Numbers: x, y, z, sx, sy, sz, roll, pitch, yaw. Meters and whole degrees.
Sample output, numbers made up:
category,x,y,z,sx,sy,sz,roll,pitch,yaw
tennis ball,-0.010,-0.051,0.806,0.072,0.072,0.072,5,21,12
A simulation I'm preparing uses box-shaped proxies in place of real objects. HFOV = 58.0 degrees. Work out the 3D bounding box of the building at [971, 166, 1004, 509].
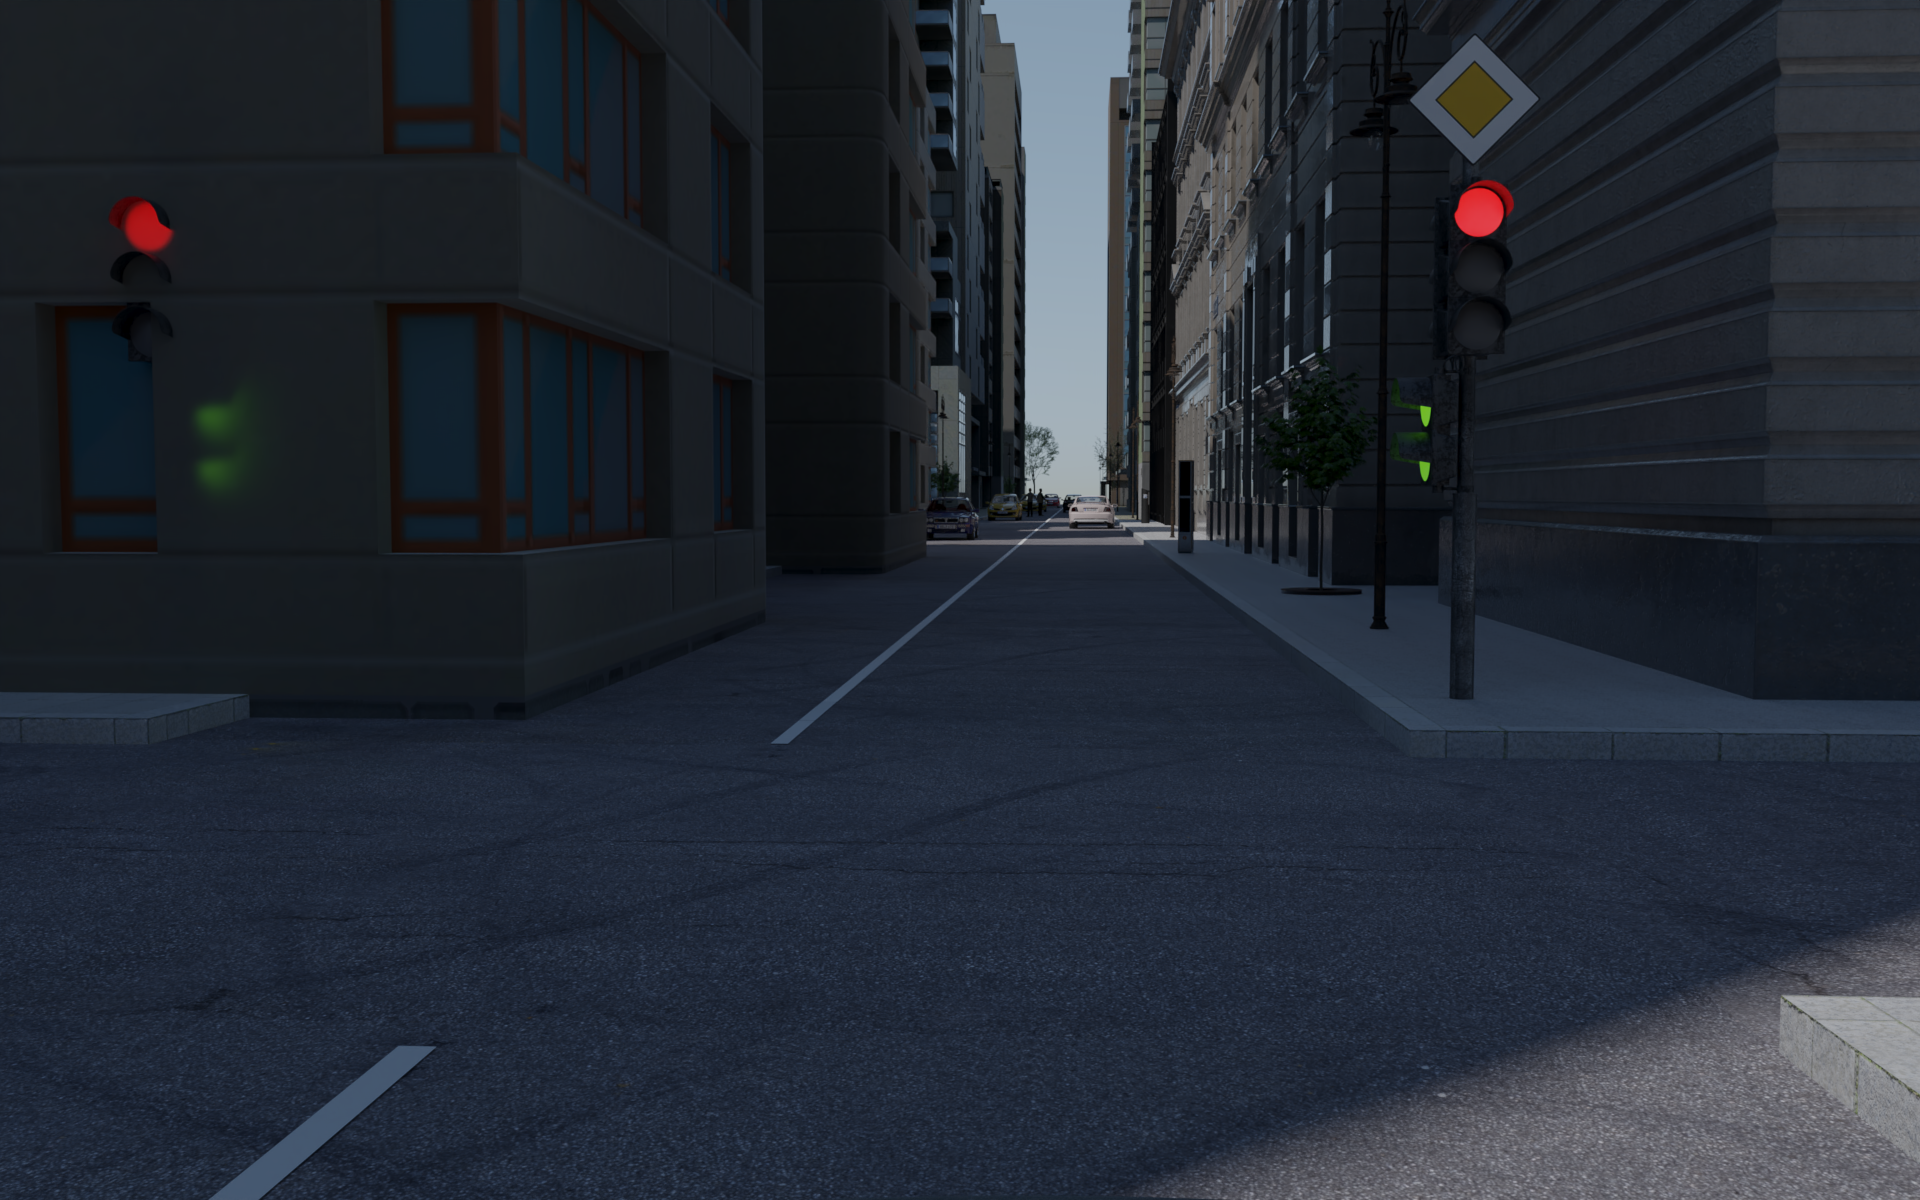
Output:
category,x,y,z,sx,sy,sz,roll,pitch,yaw
building,-3.469,-23.303,152.711,14.160,30.474,14.107,0,4,4

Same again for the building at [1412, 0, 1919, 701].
category,x,y,z,sx,sy,sz,roll,pitch,yaw
building,14.499,-11.336,14.223,19.941,23.489,11.050,0,4,4

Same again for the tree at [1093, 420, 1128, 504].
category,x,y,z,sx,sy,sz,roll,pitch,yaw
tree,15.308,-13.505,171.165,4.360,8.622,3.978,0,3,0

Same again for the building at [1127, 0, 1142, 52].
category,x,y,z,sx,sy,sz,roll,pitch,yaw
building,25.276,-32.129,144.919,23.786,49.044,30.456,0,4,4

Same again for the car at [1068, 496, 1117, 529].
category,x,y,z,sx,sy,sz,roll,pitch,yaw
car,5.559,-3.694,72.764,2.083,1.381,4.827,0,4,6

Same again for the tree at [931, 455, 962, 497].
category,x,y,z,sx,sy,sz,roll,pitch,yaw
tree,-0.693,-5.576,85.773,1.663,3.219,1.824,0,3,0

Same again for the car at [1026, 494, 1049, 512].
category,x,y,z,sx,sy,sz,roll,pitch,yaw
car,6.107,-7.877,139.013,2.015,1.641,3.980,0,4,2

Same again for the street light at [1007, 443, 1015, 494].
category,x,y,z,sx,sy,sz,roll,pitch,yaw
street light,4.493,-11.305,157.626,0.468,5.910,1.993,0,4,4

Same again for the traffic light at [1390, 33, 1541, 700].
category,x,y,z,sx,sy,sz,roll,pitch,yaw
traffic light,3.129,-1.335,10.755,0.839,4.253,0.868,0,4,4

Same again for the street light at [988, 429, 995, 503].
category,x,y,z,sx,sy,sz,roll,pitch,yaw
street light,2.183,-9.194,123.106,0.468,5.910,1.993,0,4,4

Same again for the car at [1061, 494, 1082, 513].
category,x,y,z,sx,sy,sz,roll,pitch,yaw
car,8.806,-7.588,133.851,2.009,1.686,4.222,0,4,4

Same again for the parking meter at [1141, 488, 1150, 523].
category,x,y,z,sx,sy,sz,roll,pitch,yaw
parking meter,8.122,-4.123,75.826,0.372,1.533,0.369,0,3,0

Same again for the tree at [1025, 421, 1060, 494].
category,x,y,z,sx,sy,sz,roll,pitch,yaw
tree,10.447,-19.586,245.986,9.928,11.665,9.643,0,3,0

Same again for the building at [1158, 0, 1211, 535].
category,x,y,z,sx,sy,sz,roll,pitch,yaw
building,12.982,-13.617,58.802,11.583,22.565,21.152,0,4,4

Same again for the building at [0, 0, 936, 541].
category,x,y,z,sx,sy,sz,roll,pitch,yaw
building,-15.879,-13.462,65.150,27.650,21.520,28.899,0,4,4

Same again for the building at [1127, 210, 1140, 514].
category,x,y,z,sx,sy,sz,roll,pitch,yaw
building,25.427,-16.533,115.354,27.650,21.520,28.899,0,4,4

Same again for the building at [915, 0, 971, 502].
category,x,y,z,sx,sy,sz,roll,pitch,yaw
building,-10.165,-48.213,100.950,22.319,86.520,31.000,0,4,4

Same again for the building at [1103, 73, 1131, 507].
category,x,y,z,sx,sy,sz,roll,pitch,yaw
building,22.548,-32.574,182.687,14.600,45.320,14.200,0,4,4

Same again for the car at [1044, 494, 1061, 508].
category,x,y,z,sx,sy,sz,roll,pitch,yaw
car,9.357,-10.320,177.766,2.155,1.783,4.494,0,4,6

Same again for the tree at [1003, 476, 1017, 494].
category,x,y,z,sx,sy,sz,roll,pitch,yaw
tree,4.611,-10.230,161.859,1.663,3.219,1.824,0,3,0

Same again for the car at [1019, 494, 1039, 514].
category,x,y,z,sx,sy,sz,roll,pitch,yaw
car,5.174,-7.253,128.804,2.015,1.641,3.980,0,4,3

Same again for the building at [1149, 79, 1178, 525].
category,x,y,z,sx,sy,sz,roll,pitch,yaw
building,15.032,-15.154,77.452,12.332,23.373,15.834,0,4,4

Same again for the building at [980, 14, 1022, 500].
category,x,y,z,sx,sy,sz,roll,pitch,yaw
building,-4.605,-34.055,180.505,21.300,48.544,21.600,0,4,4

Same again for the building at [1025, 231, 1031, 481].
category,x,y,z,sx,sy,sz,roll,pitch,yaw
building,-2.951,-36.817,221.573,23.786,49.044,30.456,0,4,4

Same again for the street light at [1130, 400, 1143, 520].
category,x,y,z,sx,sy,sz,roll,pitch,yaw
street light,8.737,-6.870,85.113,0.468,5.910,1.993,0,4,4

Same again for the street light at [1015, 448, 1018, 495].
category,x,y,z,sx,sy,sz,roll,pitch,yaw
street light,5.518,-12.170,171.769,0.468,5.910,1.993,0,4,4

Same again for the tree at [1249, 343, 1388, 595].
category,x,y,z,sx,sy,sz,roll,pitch,yaw
tree,4.544,-1.697,22.355,1.663,3.219,1.824,0,3,0

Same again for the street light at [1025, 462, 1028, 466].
category,x,y,z,sx,sy,sz,roll,pitch,yaw
street light,7.852,-14.268,206.073,0.468,5.910,1.993,0,4,4

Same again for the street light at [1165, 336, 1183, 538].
category,x,y,z,sx,sy,sz,roll,pitch,yaw
street light,6.259,-4.774,50.841,0.468,5.910,1.993,0,4,4

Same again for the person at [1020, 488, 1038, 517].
category,x,y,z,sx,sy,sz,roll,pitch,yaw
person,4.383,-6.137,108.856,1.348,1.823,0.705,2,4,34

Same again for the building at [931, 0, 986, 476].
category,x,y,z,sx,sy,sz,roll,pitch,yaw
building,-12.093,-33.175,131.649,28.713,52.752,27.495,0,4,4

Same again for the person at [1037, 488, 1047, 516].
category,x,y,z,sx,sy,sz,roll,pitch,yaw
person,5.317,-6.427,113.674,0.705,1.812,1.348,-2,4,-25

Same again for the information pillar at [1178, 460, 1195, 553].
category,x,y,z,sx,sy,sz,roll,pitch,yaw
information pillar,4.901,-2.022,37.546,0.304,2.012,0.304,1,4,17

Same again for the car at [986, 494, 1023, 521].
category,x,y,z,sx,sy,sz,roll,pitch,yaw
car,2.445,-5.114,93.844,2.015,1.641,3.980,0,4,5

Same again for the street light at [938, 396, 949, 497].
category,x,y,z,sx,sy,sz,roll,pitch,yaw
street light,-0.791,-6.581,80.379,0.468,5.910,1.993,0,4,4

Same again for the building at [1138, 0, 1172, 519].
category,x,y,z,sx,sy,sz,roll,pitch,yaw
building,16.749,-25.070,93.490,14.154,41.232,14.086,0,4,4

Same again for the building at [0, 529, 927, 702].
category,x,y,z,sx,sy,sz,roll,pitch,yaw
building,-15.554,-11.047,25.654,27.650,21.520,28.899,0,4,4

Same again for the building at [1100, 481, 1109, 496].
category,x,y,z,sx,sy,sz,roll,pitch,yaw
building,35.006,-33.008,231.563,32.217,40.220,23.993,0,4,4

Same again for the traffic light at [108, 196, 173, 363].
category,x,y,z,sx,sy,sz,roll,pitch,yaw
traffic light,-5.114,-1.369,11.307,0.839,4.253,0.868,0,4,4

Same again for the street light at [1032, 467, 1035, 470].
category,x,y,z,sx,sy,sz,roll,pitch,yaw
street light,10.258,-16.371,240.445,0.468,5.910,1.993,0,4,4

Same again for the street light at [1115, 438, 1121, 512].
category,x,y,z,sx,sy,sz,roll,pitch,yaw
street light,11.572,-9.432,127.008,0.468,5.910,1.993,0,4,4

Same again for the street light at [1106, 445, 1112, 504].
category,x,y,z,sx,sy,sz,roll,pitch,yaw
street light,14.031,-11.539,161.444,0.468,5.910,1.993,0,4,4

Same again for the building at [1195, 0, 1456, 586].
category,x,y,z,sx,sy,sz,roll,pitch,yaw
building,11.674,-14.550,35.159,12.463,27.353,25.104,0,4,4

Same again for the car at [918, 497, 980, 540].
category,x,y,z,sx,sy,sz,roll,pitch,yaw
car,-0.327,-2.615,55.336,1.945,1.354,3.894,0,4,3

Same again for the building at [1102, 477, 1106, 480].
category,x,y,z,sx,sy,sz,roll,pitch,yaw
building,28.868,-35.772,204.478,23.786,49.044,30.456,0,4,4

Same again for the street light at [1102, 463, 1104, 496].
category,x,y,z,sx,sy,sz,roll,pitch,yaw
street light,14.938,-12.436,176.111,0.468,5.910,1.993,0,4,4

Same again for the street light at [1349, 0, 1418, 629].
category,x,y,z,sx,sy,sz,roll,pitch,yaw
street light,3.991,-2.662,16.310,0.468,5.910,1.993,0,4,4

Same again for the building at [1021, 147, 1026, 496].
category,x,y,z,sx,sy,sz,roll,pitch,yaw
building,0.283,-31.496,198.546,14.154,41.232,14.086,0,4,4
